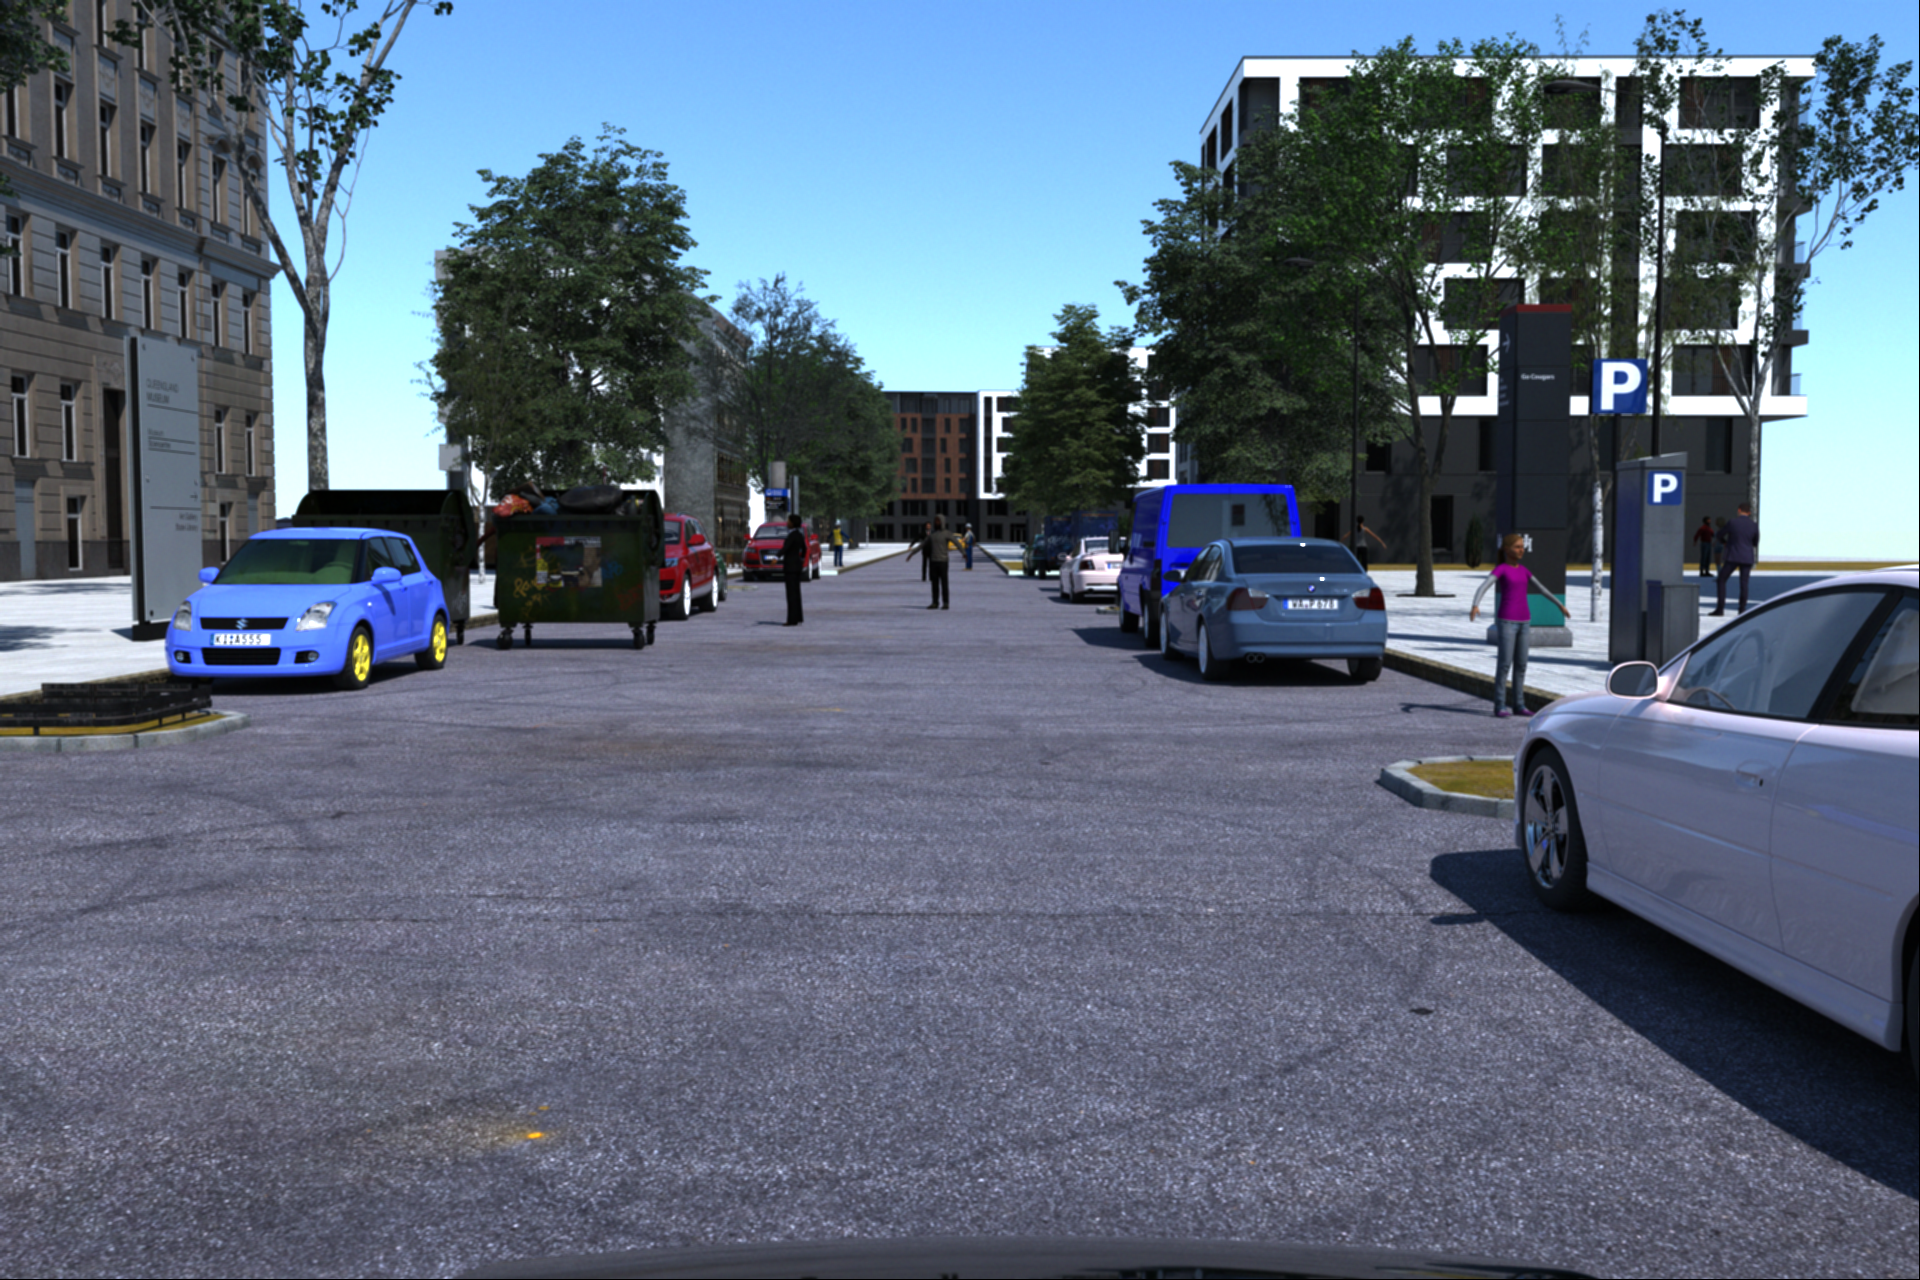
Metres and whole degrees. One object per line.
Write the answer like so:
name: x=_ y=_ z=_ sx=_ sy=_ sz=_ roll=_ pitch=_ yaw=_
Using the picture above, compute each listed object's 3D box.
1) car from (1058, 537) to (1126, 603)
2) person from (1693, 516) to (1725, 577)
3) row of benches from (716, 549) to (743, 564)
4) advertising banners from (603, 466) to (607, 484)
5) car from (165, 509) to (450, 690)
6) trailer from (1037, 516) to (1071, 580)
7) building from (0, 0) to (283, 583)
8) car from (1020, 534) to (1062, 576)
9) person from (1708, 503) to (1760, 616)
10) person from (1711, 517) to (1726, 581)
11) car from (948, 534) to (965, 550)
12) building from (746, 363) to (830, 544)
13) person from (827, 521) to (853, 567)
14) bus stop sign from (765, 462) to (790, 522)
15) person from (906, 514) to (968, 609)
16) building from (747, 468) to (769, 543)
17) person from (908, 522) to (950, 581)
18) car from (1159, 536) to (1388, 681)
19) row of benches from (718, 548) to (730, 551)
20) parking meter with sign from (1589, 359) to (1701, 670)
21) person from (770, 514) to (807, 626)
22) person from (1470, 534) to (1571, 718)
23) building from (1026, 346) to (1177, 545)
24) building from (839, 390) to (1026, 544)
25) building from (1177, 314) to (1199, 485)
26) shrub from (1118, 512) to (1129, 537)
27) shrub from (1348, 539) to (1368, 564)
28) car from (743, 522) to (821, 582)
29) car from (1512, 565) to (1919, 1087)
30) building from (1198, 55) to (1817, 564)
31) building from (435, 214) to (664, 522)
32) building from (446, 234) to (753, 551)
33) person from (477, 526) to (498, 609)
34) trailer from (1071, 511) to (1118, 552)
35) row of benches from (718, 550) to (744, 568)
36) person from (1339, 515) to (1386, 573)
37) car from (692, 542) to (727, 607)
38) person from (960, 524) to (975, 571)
car: x=3.185 y=-1.518 z=37.187 sx=2.083 sy=1.381 sz=4.827 roll=0 pitch=4 yaw=-1
person: x=22.507 y=-2.818 z=52.188 sx=1.345 sy=1.816 sz=0.704 roll=-2 pitch=4 yaw=-29
row of benches: x=-9.030 y=-3.535 z=73.266 sx=4.104 sy=0.672 sz=1.422 roll=1 pitch=4 yaw=22
advertising banners: x=-9.103 y=-2.912 z=43.807 sx=0.090 sy=3.025 sz=2.074 roll=0 pitch=4 yaw=-1
car: x=-6.320 y=-0.453 z=17.001 sx=1.945 sy=1.707 sz=3.694 roll=0 pitch=3 yaw=0
trailer: x=3.207 y=-2.964 z=55.510 sx=1.471 sy=1.999 sz=3.904 roll=0 pitch=4 yaw=0
building: x=-30.982 y=-15.554 z=51.575 sx=12.463 sy=27.353 sz=25.104 roll=0 pitch=3 yaw=0
car: x=3.185 y=-2.968 z=60.329 sx=2.131 sy=1.459 sz=4.920 roll=0 pitch=4 yaw=-1
person: x=12.082 y=-1.258 z=27.058 sx=0.683 sy=1.767 sz=0.568 roll=0 pitch=4 yaw=4
person: x=20.490 y=-2.469 z=46.973 sx=0.721 sy=1.753 sz=1.214 roll=2 pitch=4 yaw=27
car: x=-0.476 y=-7.766 z=137.196 sx=2.015 sy=1.641 sz=3.980 roll=0 pitch=4 yaw=-1
building: x=-26.846 y=-24.199 z=226.579 sx=19.493 sy=23.208 sz=18.063 roll=0 pitch=4 yaw=1
person: x=-4.714 y=-3.746 z=67.709 sx=1.216 sy=1.772 sz=0.721 roll=2 pitch=4 yaw=30
bus stop sign: x=-6.649 y=-4.534 z=63.147 sx=0.837 sy=3.901 sz=0.837 roll=0 pitch=4 yaw=-1
person: x=-0.401 y=-1.493 z=32.995 sx=1.348 sy=1.813 sz=0.705 roll=2 pitch=4 yaw=30
building: x=-26.068 y=-15.965 z=203.175 sx=9.099 sy=9.664 sz=28.070 roll=0 pitch=4 yaw=-1
person: x=-0.965 y=-2.692 z=52.655 sx=1.347 sy=1.806 sz=0.705 roll=-1 pitch=4 yaw=-19
car: x=3.205 y=-0.380 z=18.223 sx=2.014 sy=1.417 sz=4.499 roll=0 pitch=4 yaw=-1
row of benches: x=-11.183 y=-3.849 z=78.401 sx=1.422 sy=0.672 sz=4.104 roll=-2 pitch=4 yaw=-24
parking meter with sign: x=6.547 y=-1.237 z=16.481 sx=0.543 sy=3.016 sz=1.738 roll=0 pitch=3 yaw=0
person: x=-2.675 y=-1.094 z=27.073 sx=0.721 sy=1.740 sz=1.216 roll=1 pitch=4 yaw=17
person: x=4.361 y=-0.110 z=13.528 sx=0.991 sy=1.433 sz=0.599 roll=-2 pitch=4 yaw=-25
building: x=21.638 y=-22.076 z=204.912 sx=27.936 sy=21.610 sz=32.646 roll=0 pitch=4 yaw=0
building: x=-1.074 y=-25.140 z=257.473 sx=32.646 sy=21.610 sz=27.936 roll=0 pitch=4 yaw=-7
building: x=25.854 y=-15.765 z=124.213 sx=16.747 sy=18.905 sz=31.486 roll=0 pitch=4 yaw=0
shrub: x=5.955 y=-3.592 z=62.770 sx=1.661 sy=2.075 sz=1.752 roll=0 pitch=3 yaw=0
shrub: x=14.821 y=-3.294 z=64.980 sx=1.383 sy=1.207 sz=1.383 roll=0 pitch=3 yaw=0
car: x=-5.459 y=-2.743 z=53.514 sx=2.281 sy=1.827 sz=5.304 roll=0 pitch=4 yaw=0
car: x=3.169 y=0.440 z=5.171 sx=2.083 sy=1.381 sz=4.827 roll=0 pitch=4 yaw=0
building: x=26.130 y=-15.088 z=90.664 sx=27.936 sy=21.610 sz=32.646 roll=0 pitch=4 yaw=0
building: x=-25.018 y=-15.113 z=103.524 sx=16.016 sy=20.090 sz=11.380 roll=0 pitch=4 yaw=1
building: x=-26.074 y=-18.161 z=127.866 sx=19.493 sy=23.208 sz=18.063 roll=0 pitch=3 yaw=0
person: x=-7.756 y=-1.395 z=29.620 sx=1.215 sy=1.729 sz=0.721 roll=0 pitch=4 yaw=3
trailer: x=3.348 y=-2.256 z=43.927 sx=1.471 sy=1.999 sz=3.904 roll=0 pitch=3 yaw=0
row of benches: x=-8.145 y=-3.062 z=65.529 sx=1.422 sy=0.672 sz=4.104 roll=-3 pitch=4 yaw=-36
person: x=9.823 y=-2.179 z=42.438 sx=1.217 sy=1.737 sz=0.721 roll=2 pitch=4 yaw=25
car: x=-5.925 y=-1.459 z=35.653 sx=2.131 sy=1.459 sz=4.920 roll=0 pitch=3 yaw=0
person: x=0.310 y=-3.663 z=68.203 sx=0.705 sy=1.847 sz=1.347 roll=2 pitch=4 yaw=28
